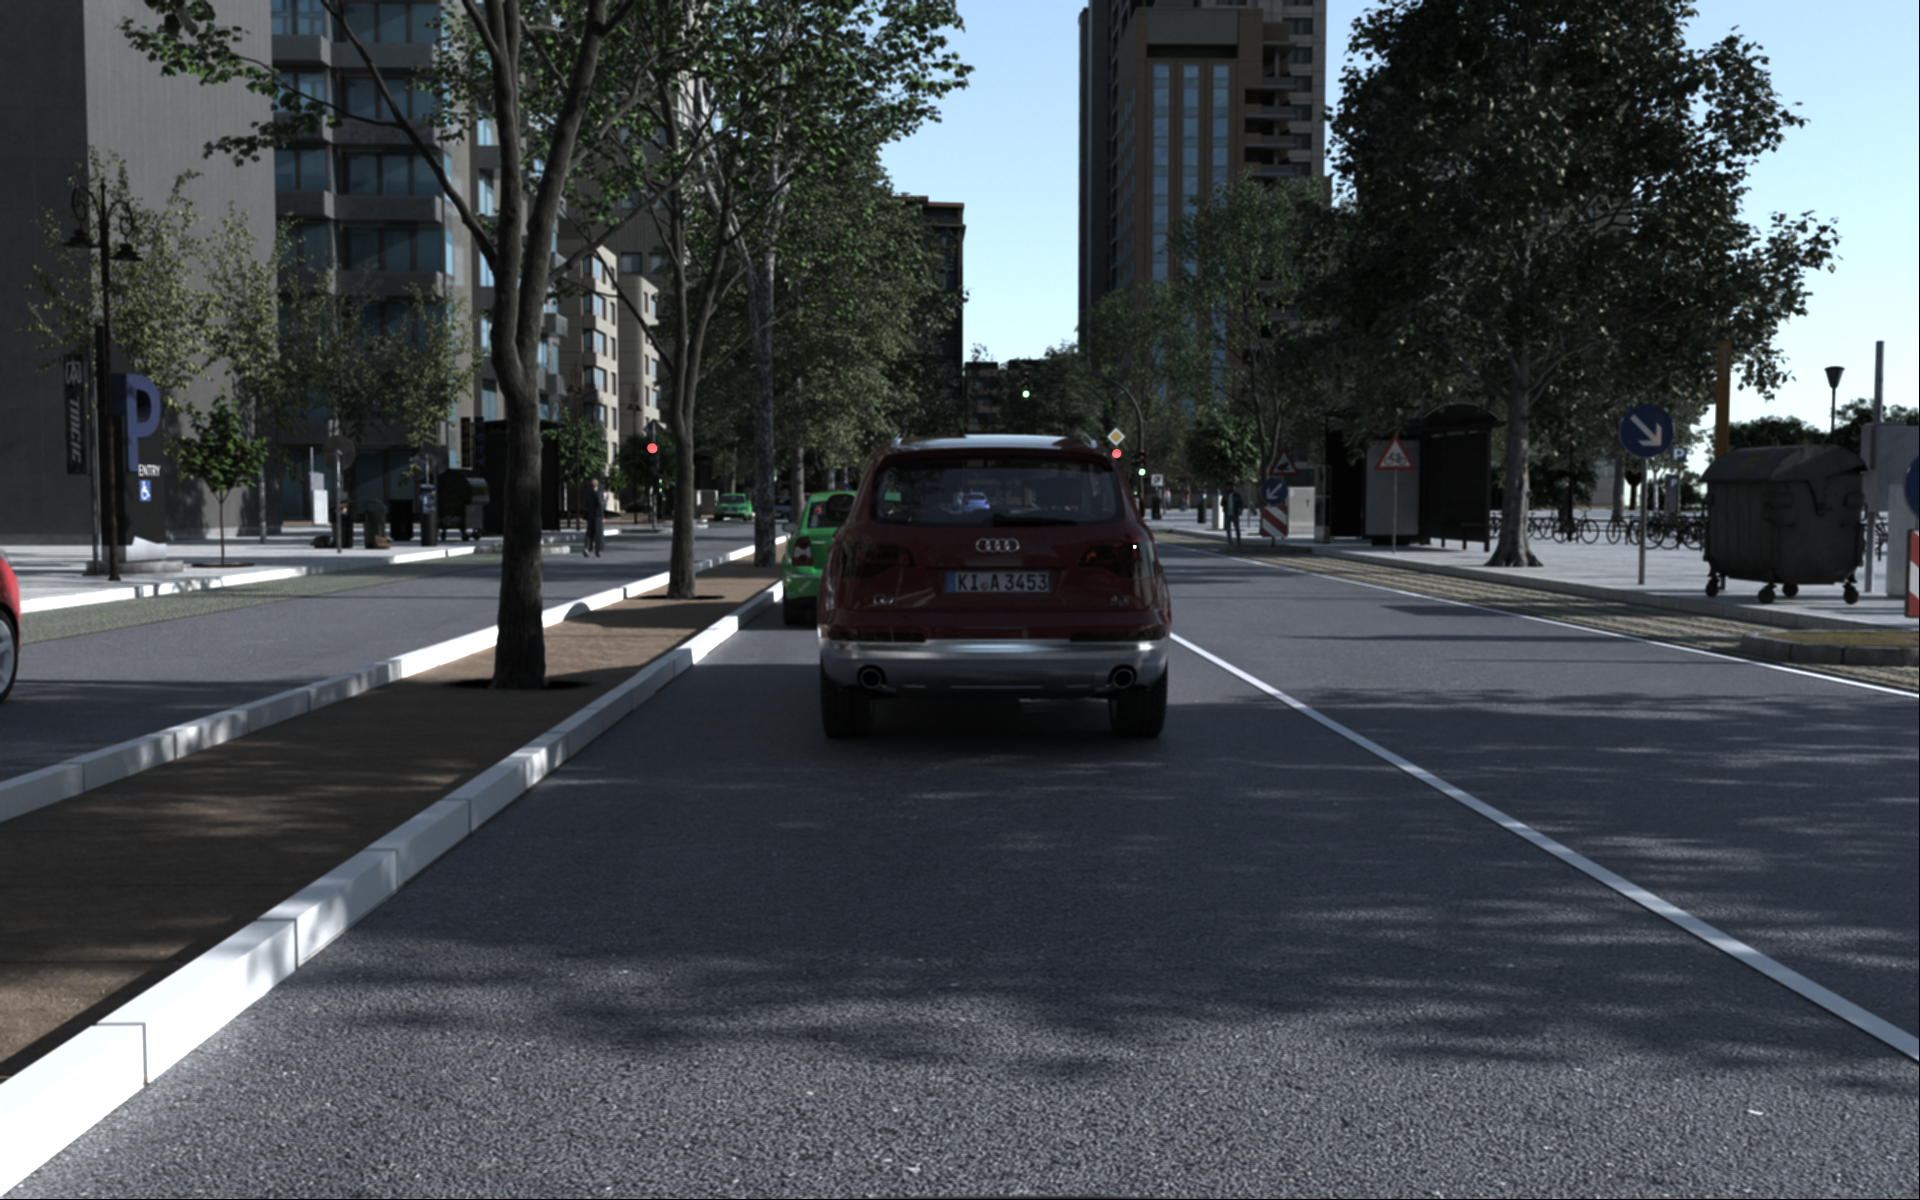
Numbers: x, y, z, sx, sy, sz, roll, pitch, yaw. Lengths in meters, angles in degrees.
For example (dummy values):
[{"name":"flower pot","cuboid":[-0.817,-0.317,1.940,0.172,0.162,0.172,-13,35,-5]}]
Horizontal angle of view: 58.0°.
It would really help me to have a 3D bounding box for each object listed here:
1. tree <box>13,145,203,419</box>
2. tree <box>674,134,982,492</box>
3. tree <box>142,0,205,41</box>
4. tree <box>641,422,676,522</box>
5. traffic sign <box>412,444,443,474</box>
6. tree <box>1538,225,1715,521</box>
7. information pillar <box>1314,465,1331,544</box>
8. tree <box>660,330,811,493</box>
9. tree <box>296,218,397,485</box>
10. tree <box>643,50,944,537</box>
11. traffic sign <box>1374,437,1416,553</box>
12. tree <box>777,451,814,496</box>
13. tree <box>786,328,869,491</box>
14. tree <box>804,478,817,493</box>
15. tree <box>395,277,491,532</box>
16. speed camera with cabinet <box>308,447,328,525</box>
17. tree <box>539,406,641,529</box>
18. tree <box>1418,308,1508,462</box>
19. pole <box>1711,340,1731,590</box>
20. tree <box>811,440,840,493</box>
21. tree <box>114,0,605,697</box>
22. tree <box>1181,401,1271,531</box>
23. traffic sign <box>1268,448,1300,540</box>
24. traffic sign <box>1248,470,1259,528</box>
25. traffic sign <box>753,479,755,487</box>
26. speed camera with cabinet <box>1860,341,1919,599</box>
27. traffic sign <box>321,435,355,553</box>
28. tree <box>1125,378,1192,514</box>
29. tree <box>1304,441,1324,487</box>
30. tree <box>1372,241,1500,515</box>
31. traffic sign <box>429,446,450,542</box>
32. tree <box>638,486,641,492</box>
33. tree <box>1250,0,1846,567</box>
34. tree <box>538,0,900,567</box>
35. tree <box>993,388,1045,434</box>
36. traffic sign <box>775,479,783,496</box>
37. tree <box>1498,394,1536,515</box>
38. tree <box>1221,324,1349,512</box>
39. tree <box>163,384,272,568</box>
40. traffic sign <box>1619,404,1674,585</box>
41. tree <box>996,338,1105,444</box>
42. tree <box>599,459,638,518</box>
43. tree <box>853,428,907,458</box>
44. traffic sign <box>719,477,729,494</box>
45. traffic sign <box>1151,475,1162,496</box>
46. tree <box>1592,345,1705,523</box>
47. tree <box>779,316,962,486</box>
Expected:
[{"name":"tree","cuboid":[-17.412,-5.277,36.649,4.737,8.622,4.395,0,3,0]},{"name":"tree","cuboid":[-4.059,-8.178,53.168,9.611,12.733,9.660,0,3,0]},{"name":"tree","cuboid":[-2.903,-3.145,4.246,4.360,8.622,3.978,0,3,0]},{"name":"tree","cuboid":[-14.273,-5.840,79.205,4.285,4.588,4.351,0,3,0]},{"name":"traffic sign","cuboid":[-13.934,-2.788,45.314,0.795,2.593,0.064,0,4,-1]},{"name":"tree","cuboid":[31.757,-10.775,82.832,9.857,13.997,8.962,0,3,0]},{"name":"information pillar","cuboid":[9.332,-2.451,44.574,0.304,2.012,0.304,3,5,43]},{"name":"tree","cuboid":[-15.386,-12.809,116.083,9.857,13.997,8.962,0,3,0]},{"name":"tree","cuboid":[-17.716,-5.752,44.405,4.737,8.622,4.395,0,3,0]},{"name":"tree","cuboid":[-4.289,-7.581,44.531,7.486,12.596,7.792,0,3,0]},{"name":"traffic sign","cuboid":[9.428,-2.298,37.580,0.884,2.594,0.081,0,4,5]},{"name":"tree","cuboid":[-16.269,-13.592,156.645,8.767,10.594,7.601,2,4,35]},{"name":"tree","cuboid":[-4.643,-6.678,62.002,4.360,8.622,3.978,0,3,0]},{"name":"tree","cuboid":[-17.487,-12.610,200.767,1.663,3.219,1.824,0,3,0]},{"name":"tree","cuboid":[-17.874,-6.597,58.226,4.737,8.622,4.395,0,3,0]},{"name":"speed camera with cabinet","cuboid":[-26.815,-4.772,72.352,0.660,3.252,2.038,-2,4,-25]},{"name":"tree","cuboid":[-14.731,-4.980,65.133,4.285,4.588,4.351,0,3,0]},{"name":"tree","cuboid":[29.460,-11.091,99.458,7.486,12.596,7.792,0,3,0]},{"name":"pole","cuboid":[10.165,-1.791,23.134,0.158,3.312,0.155,0,3,0]},{"name":"tree","cuboid":[-18.372,-19.444,224.563,9.857,13.997,8.962,0,3,0]},{"name":"tree","cuboid":[-3.136,-5.144,12.318,9.928,11.665,9.643,0,3,0]},{"name":"tree","cuboid":[9.364,-4.723,60.929,4.285,4.588,4.351,0,3,0]},{"name":"traffic sign","cuboid":[9.089,-2.977,48.684,0.884,2.594,0.081,0,4,3]},{"name":"traffic sign","cuboid":[10.934,-4.005,65.493,0.884,2.594,0.081,0,4,1]},{"name":"traffic sign","cuboid":[-16.482,-8.602,140.750,0.768,2.556,0.104,0,4,4]},{"name":"speed camera with cabinet","cuboid":[11.949,-1.676,21.737,0.660,3.252,2.038,1,4,9]},{"name":"traffic sign","cuboid":[-13.412,-2.278,37.353,0.768,2.556,0.104,0,4,7]},{"name":"tree","cuboid":[12.641,-9.691,108.805,4.360,8.622,3.978,0,3,0]},{"name":"tree","cuboid":[30.042,-11.686,141.420,4.737,8.622,4.395,0,3,0]},{"name":"tree","cuboid":[9.648,-7.841,53.949,9.928,11.665,9.643,0,3,0]},{"name":"traffic sign","cuboid":[-13.978,-2.816,46.143,0.768,2.556,0.104,0,4,2]},{"name":"tree","cuboid":[-23.892,-8.066,126.484,1.663,3.219,1.824,0,3,0]},{"name":"tree","cuboid":[9.992,-6.941,30.488,9.611,12.733,9.660,0,3,0]},{"name":"tree","cuboid":[-5.056,-10.752,34.147,12.611,20.169,13.585,0,3,0]},{"name":"tree","cuboid":[7.113,-16.249,183.790,7.486,12.596,7.792,0,3,0]},{"name":"traffic sign","cuboid":[-15.176,-8.869,145.108,0.768,2.556,0.104,0,4,6]},{"name":"tree","cuboid":[32.116,-11.685,116.798,9.928,11.665,9.643,0,3,0]},{"name":"tree","cuboid":[17.694,-9.838,95.258,7.601,10.594,8.767,2,4,33]},{"name":"tree","cuboid":[-12.939,-2.202,30.601,1.663,3.219,1.824,0,3,0]},{"name":"traffic sign","cuboid":[9.668,-1.491,24.485,0.768,2.556,0.104,0,4,3]},{"name":"tree","cuboid":[7.739,-14.491,143.582,9.857,13.997,8.962,0,3,0]},{"name":"tree","cuboid":[-18.978,-6.118,94.624,1.663,3.219,1.824,0,3,0]},{"name":"tree","cuboid":[-5.436,-9.763,112.437,4.737,8.622,4.395,0,3,0]},{"name":"traffic sign","cuboid":[-17.106,-7.673,125.557,0.768,2.556,0.104,0,4,1]},{"name":"traffic sign","cuboid":[10.325,-5.428,90.885,0.606,2.300,0.079,0,4,1]},{"name":"tree","cuboid":[24.020,-6.691,59.763,4.360,8.622,3.978,0,3,0]},{"name":"tree","cuboid":[-4.972,-10.613,86.357,12.009,13.543,11.850,0,3,0]}]
